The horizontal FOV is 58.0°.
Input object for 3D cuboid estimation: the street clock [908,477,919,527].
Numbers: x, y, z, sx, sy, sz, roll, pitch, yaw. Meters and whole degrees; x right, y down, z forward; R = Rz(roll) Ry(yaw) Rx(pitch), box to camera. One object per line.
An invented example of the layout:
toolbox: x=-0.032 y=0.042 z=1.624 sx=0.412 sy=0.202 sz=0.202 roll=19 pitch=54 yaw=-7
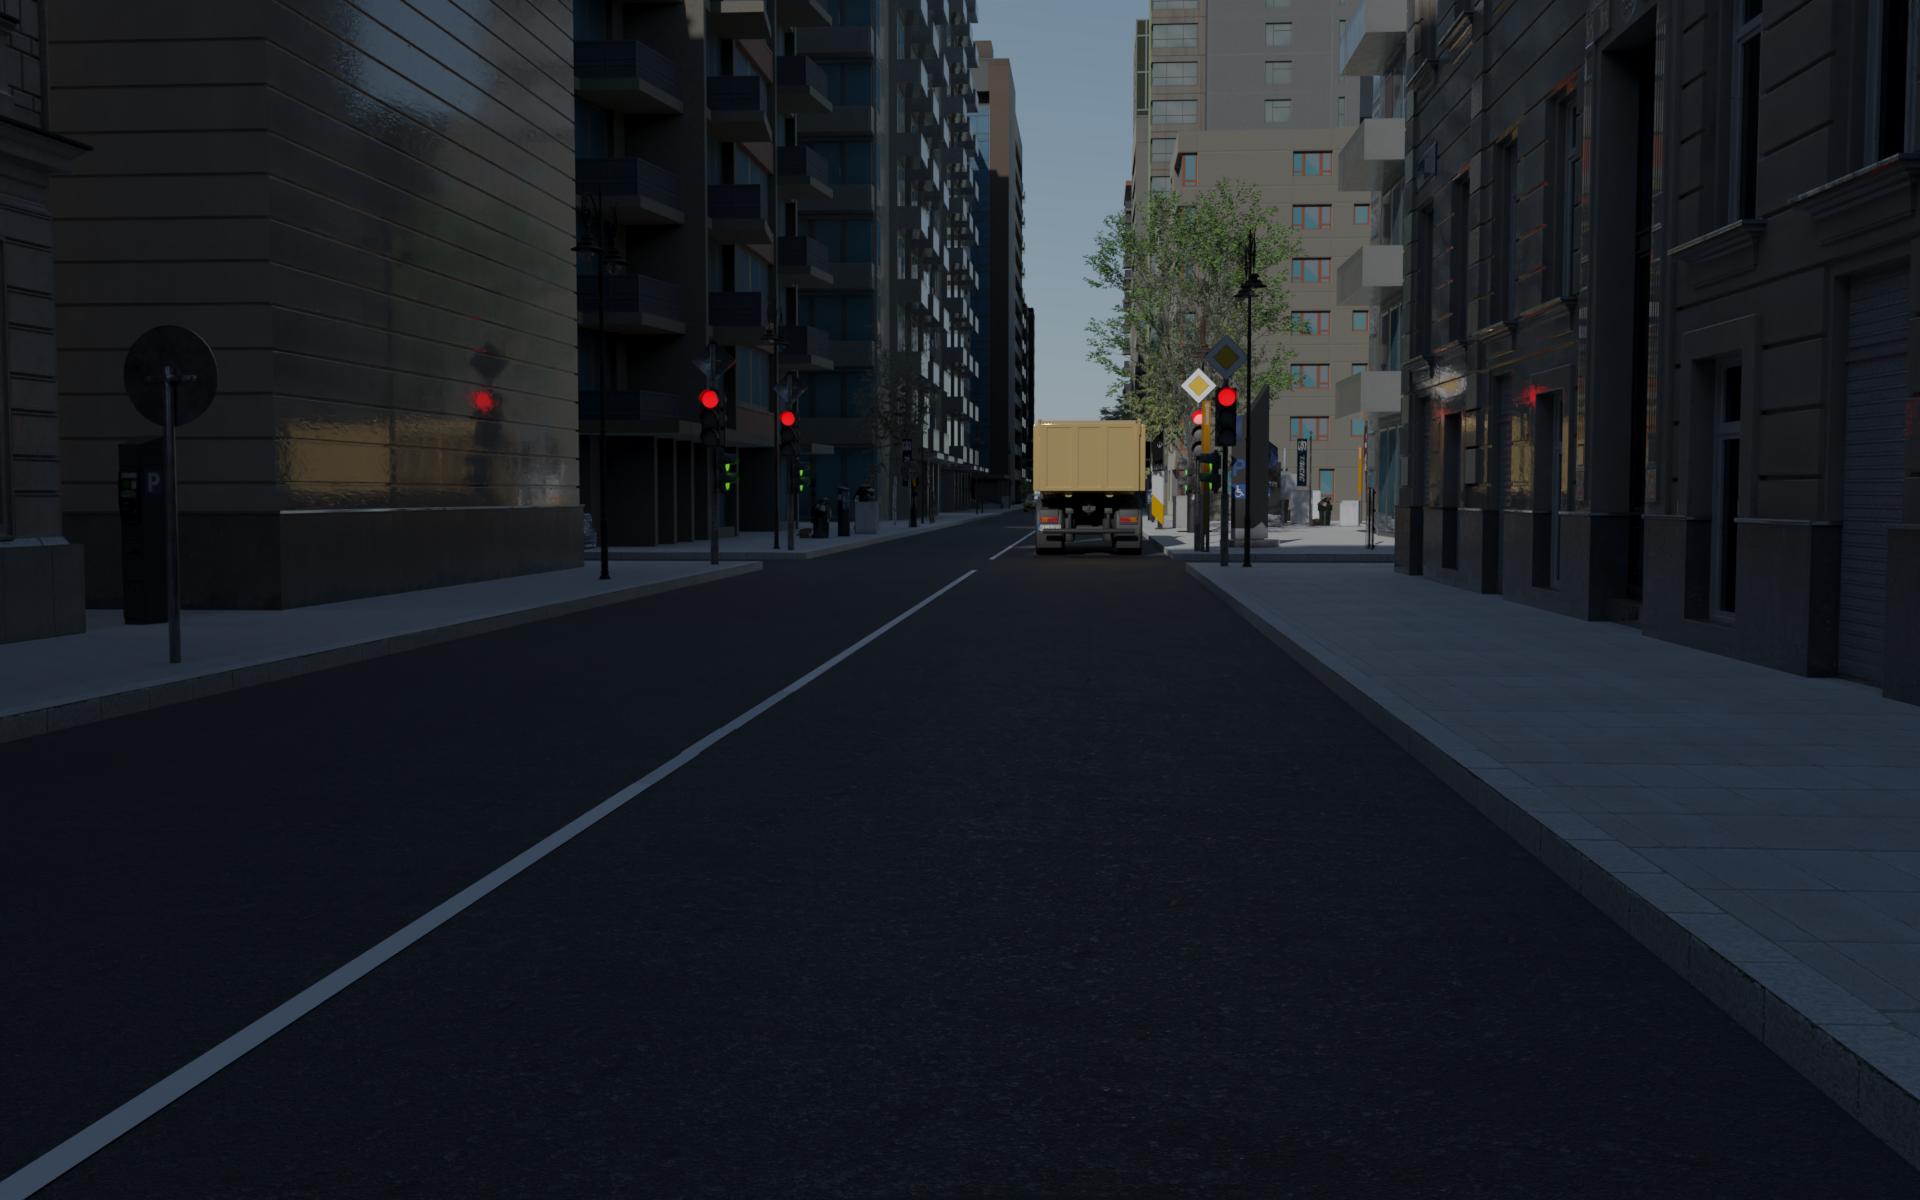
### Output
street clock: x=-1.783 y=-3.804 z=66.769 sx=0.358 sy=2.002 sz=0.471 roll=2 pitch=4 yaw=32

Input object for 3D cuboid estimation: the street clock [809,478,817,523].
street clock: x=-6.467 y=-4.383 z=76.230 sx=0.358 sy=2.002 sz=0.471 roll=0 pitch=4 yaw=4

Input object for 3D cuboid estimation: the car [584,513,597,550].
car: x=-9.905 y=-1.481 z=36.211 sx=4.499 sy=1.417 sz=2.014 roll=0 pitch=4 yaw=4

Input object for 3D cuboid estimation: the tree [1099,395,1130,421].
tree: x=18.397 y=-17.052 z=196.935 sx=7.486 sy=12.596 sz=7.792 roll=0 pitch=3 yaw=0

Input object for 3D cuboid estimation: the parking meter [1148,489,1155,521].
parking meter: x=9.246 y=-4.600 z=83.616 sx=0.372 sy=1.533 sz=0.369 roll=0 pitch=3 yaw=0

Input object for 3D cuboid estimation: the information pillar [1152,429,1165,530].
information pillar: x=7.170 y=-4.355 z=62.557 sx=0.504 sy=3.616 sz=0.183 roll=3 pitch=5 yaw=40

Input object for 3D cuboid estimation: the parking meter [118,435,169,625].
parking meter: x=-8.056 y=-0.695 z=17.082 sx=0.255 sy=1.863 sz=0.399 roll=1 pitch=4 yaw=17

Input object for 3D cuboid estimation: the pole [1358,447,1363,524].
pole: x=17.284 y=-4.950 z=74.780 sx=0.158 sy=3.312 sz=0.155 roll=0 pitch=3 yaw=0

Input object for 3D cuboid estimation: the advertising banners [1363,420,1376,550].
advertising banners: x=9.595 y=-2.717 z=40.613 sx=0.090 sy=3.025 sz=2.074 roll=0 pitch=4 yaw=7

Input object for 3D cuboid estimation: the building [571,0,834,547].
building: x=-16.092 y=-24.440 z=54.215 sx=22.147 sy=44.769 sz=28.867 roll=0 pitch=4 yaw=4

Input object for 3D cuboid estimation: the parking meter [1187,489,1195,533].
parking meter: x=7.677 y=-2.981 z=57.152 sx=0.372 sy=1.533 sz=0.369 roll=0 pitch=3 yaw=0

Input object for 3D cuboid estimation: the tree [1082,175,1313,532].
tree: x=7.858 y=-8.083 z=57.913 sx=9.928 sy=11.665 sz=9.643 roll=0 pitch=3 yaw=0

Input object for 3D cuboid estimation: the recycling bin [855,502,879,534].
recycling bin: x=-2.995 y=-2.644 z=55.776 sx=0.722 sy=1.027 sz=0.722 roll=0 pitch=4 yaw=4

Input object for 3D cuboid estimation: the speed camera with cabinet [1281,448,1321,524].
speed camera with cabinet: x=15.557 y=-5.231 z=79.856 sx=2.038 sy=3.252 sz=0.660 roll=0 pitch=4 yaw=-5

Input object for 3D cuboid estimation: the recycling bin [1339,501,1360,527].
recycling bin: x=15.184 y=-3.356 z=67.432 sx=0.722 sy=1.027 sz=0.722 roll=1 pitch=4 yaw=19

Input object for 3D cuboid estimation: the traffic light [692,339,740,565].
traffic light: x=-4.448 y=-2.599 z=31.410 sx=0.839 sy=4.253 sz=0.868 roll=0 pitch=4 yaw=4

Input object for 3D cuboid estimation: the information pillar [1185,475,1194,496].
information pillar: x=8.790 y=-3.765 z=66.055 sx=0.304 sy=2.012 sz=0.304 roll=-2 pitch=4 yaw=-23

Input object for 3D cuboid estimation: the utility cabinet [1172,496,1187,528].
utility cabinet: x=8.490 y=-3.292 z=64.980 sx=1.020 sy=1.237 sz=0.306 roll=-1 pitch=4 yaw=-22

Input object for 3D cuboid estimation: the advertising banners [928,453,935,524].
advertising banners: x=-1.257 y=-4.827 z=75.116 sx=0.090 sy=3.025 sz=2.074 roll=0 pitch=4 yaw=7

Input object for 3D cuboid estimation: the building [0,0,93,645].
building: x=-13.451 y=-8.692 z=6.738 sx=10.561 sy=19.102 sz=19.286 roll=0 pitch=4 yaw=4

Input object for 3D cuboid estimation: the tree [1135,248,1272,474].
tree: x=7.257 y=-6.186 z=51.505 sx=4.360 sy=8.622 sz=3.978 roll=0 pitch=3 yaw=0

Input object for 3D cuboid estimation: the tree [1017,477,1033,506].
tree: x=7.281 y=-11.998 z=190.768 sx=1.663 sy=3.219 sz=1.824 roll=0 pitch=3 yaw=0

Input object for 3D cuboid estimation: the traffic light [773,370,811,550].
traffic light: x=-3.840 y=-3.086 z=39.372 sx=0.839 sy=4.253 sz=0.868 roll=0 pitch=4 yaw=4

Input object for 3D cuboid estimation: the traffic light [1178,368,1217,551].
traffic light: x=5.296 y=-3.044 z=38.694 sx=0.839 sy=4.253 sz=0.868 roll=0 pitch=4 yaw=4

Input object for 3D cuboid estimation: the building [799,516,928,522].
building: x=-12.326 y=-28.862 z=91.498 sx=23.786 sy=49.044 sz=30.456 roll=0 pitch=4 yaw=4

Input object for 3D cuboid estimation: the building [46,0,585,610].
building: x=-19.119 y=-13.925 z=24.941 sx=25.104 sy=27.353 sz=12.463 roll=0 pitch=4 yaw=4

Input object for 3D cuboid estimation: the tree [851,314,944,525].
tree: x=-2.705 y=-7.415 z=71.599 sx=4.360 sy=8.622 sz=3.978 roll=0 pitch=3 yaw=0

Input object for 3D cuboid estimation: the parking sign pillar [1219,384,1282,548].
parking sign pillar: x=7.030 y=-3.271 z=41.959 sx=1.447 sy=3.967 sz=1.447 roll=2 pitch=4 yaw=34

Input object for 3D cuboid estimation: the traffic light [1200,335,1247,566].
traffic light: x=4.688 y=-2.557 z=30.732 sx=0.839 sy=4.253 sz=0.868 roll=0 pitch=4 yaw=4

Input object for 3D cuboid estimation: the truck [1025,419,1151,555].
truck: x=3.286 y=-2.959 z=44.297 sx=3.469 sy=3.379 sz=9.791 roll=0 pitch=4 yaw=4

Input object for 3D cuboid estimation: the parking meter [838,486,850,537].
parking meter: x=-3.513 y=-2.687 z=52.348 sx=0.372 sy=1.533 sz=0.369 roll=0 pitch=3 yaw=0

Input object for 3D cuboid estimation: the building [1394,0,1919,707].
building: x=11.876 y=-13.336 z=15.310 sx=12.463 sy=27.353 sz=25.104 roll=0 pitch=4 yaw=4

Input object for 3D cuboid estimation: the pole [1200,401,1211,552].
pole: x=5.410 y=-2.710 z=38.145 sx=0.158 sy=3.312 sz=0.155 roll=0 pitch=3 yaw=0

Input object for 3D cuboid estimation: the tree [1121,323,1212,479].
tree: x=8.746 y=-7.578 z=74.269 sx=4.737 sy=8.622 sz=4.395 roll=0 pitch=3 yaw=0

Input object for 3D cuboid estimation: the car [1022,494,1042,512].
car: x=6.021 y=-7.913 z=139.603 sx=2.015 sy=1.641 sz=3.980 roll=0 pitch=4 yaw=5
